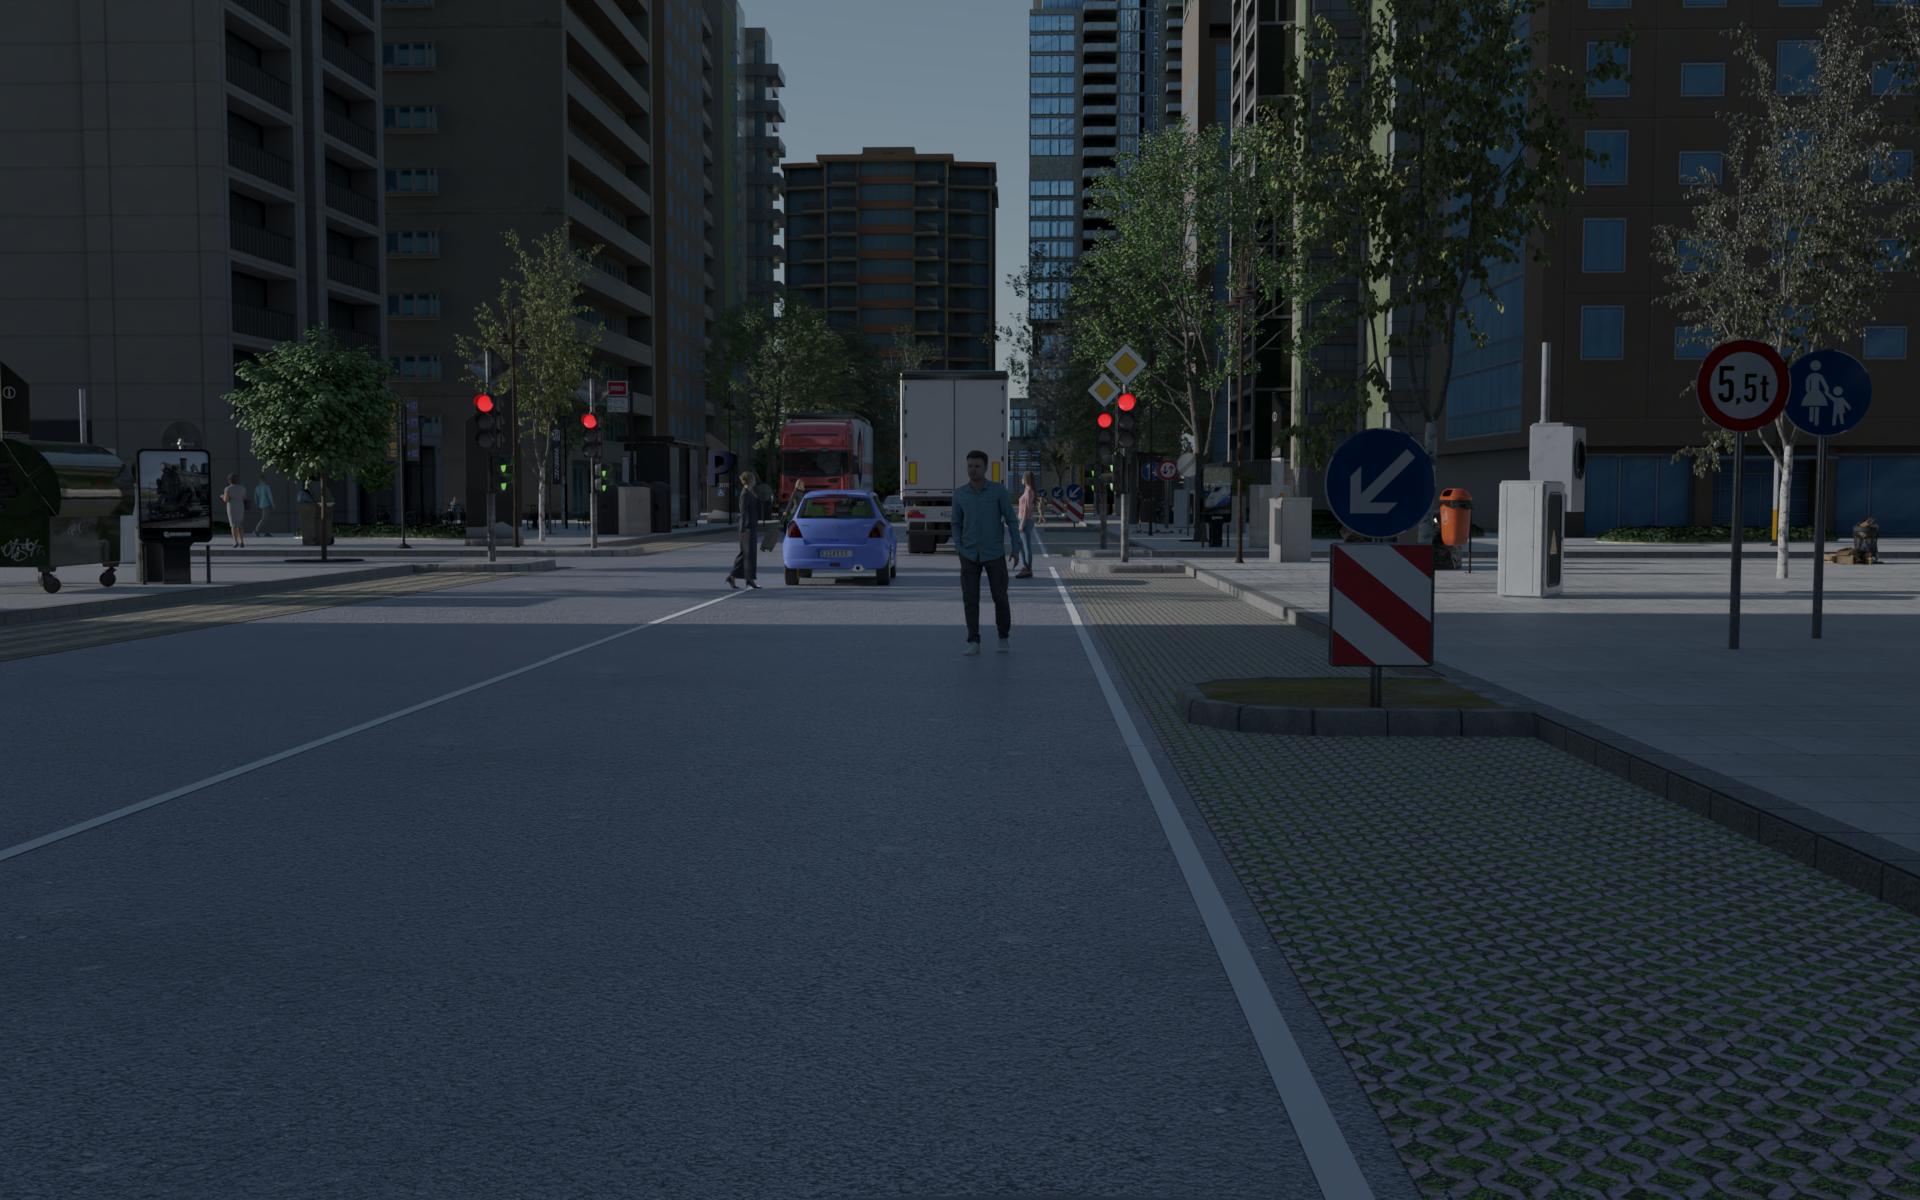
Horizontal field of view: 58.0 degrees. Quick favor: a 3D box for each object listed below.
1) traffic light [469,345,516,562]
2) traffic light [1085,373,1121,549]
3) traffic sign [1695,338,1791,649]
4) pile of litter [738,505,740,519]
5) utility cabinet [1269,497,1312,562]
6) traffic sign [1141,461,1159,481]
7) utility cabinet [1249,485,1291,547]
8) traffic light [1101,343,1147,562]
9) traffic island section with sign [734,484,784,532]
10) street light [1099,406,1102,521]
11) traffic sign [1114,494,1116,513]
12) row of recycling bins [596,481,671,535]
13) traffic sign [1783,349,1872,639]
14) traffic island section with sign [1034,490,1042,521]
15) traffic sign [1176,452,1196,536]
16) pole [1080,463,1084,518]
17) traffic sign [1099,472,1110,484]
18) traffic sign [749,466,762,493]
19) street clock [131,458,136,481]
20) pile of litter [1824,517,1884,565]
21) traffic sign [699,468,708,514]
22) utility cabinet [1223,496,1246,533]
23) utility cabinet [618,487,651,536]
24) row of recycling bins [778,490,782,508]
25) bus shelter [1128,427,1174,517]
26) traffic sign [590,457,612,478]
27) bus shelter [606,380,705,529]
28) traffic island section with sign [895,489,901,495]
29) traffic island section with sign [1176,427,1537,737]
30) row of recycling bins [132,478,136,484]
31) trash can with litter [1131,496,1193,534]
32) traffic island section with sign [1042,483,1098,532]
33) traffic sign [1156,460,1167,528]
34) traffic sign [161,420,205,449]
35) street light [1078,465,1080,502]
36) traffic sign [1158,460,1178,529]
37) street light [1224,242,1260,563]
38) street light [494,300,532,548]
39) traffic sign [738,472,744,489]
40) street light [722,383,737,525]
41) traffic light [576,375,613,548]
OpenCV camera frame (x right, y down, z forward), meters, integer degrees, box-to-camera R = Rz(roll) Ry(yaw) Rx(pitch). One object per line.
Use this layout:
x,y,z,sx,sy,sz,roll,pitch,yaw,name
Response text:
-8.880,-2.683,32.795,0.839,4.253,0.868,0,4,2,traffic light
3.338,-3.149,40.401,0.839,4.253,0.868,0,4,2,traffic light
6.411,-0.866,14.268,0.768,2.556,0.104,0,4,2,traffic sign
-11.749,-4.555,88.445,1.176,0.858,1.719,-3,4,-38,pile of litter
6.276,-1.330,32.905,0.306,1.237,1.020,3,5,44,utility cabinet
7.380,-4.080,66.807,0.768,2.556,0.104,1,4,11,traffic sign
7.452,-2.012,41.583,1.173,1.500,0.318,-3,5,-41,utility cabinet
3.076,-2.661,32.420,0.839,4.253,0.868,0,4,2,traffic light
-7.497,-3.520,66.177,1.989,1.847,2.006,0,4,2,traffic island section with sign
6.838,-6.788,83.767,0.468,5.910,1.993,0,4,2,street light
10.375,-7.081,115.879,0.768,2.556,0.104,0,4,7,traffic sign
-10.652,-2.999,56.146,1.069,1.692,3.534,2,4,27,row of recycling bins
7.620,-0.931,15.328,0.768,2.556,0.104,0,4,7,traffic sign
5.084,-5.122,92.372,1.989,1.847,2.006,0,4,2,traffic island section with sign
6.993,-3.235,52.998,0.768,2.556,0.104,0,4,4,traffic sign
6.534,-6.032,92.470,0.158,3.312,0.155,0,3,0,pole
7.423,-5.483,89.760,0.768,2.556,0.104,0,4,5,traffic sign
-9.629,-4.917,80.391,0.884,2.594,0.081,1,4,8,traffic sign
-16.001,-1.796,33.937,0.358,2.002,0.471,0,4,-1,street clock
16.462,-1.103,31.993,1.176,0.858,1.719,3,4,37,pile of litter
-11.879,-4.993,81.643,0.884,2.594,0.081,0,4,2,traffic sign
8.907,-2.812,57.140,1.020,1.237,0.306,2,4,28,utility cabinet
-10.000,-2.727,53.270,0.318,1.500,1.173,2,4,28,utility cabinet
-10.196,-5.929,104.051,1.069,1.692,3.534,0,4,5,row of recycling bins
9.854,-6.871,89.969,2.179,5.291,8.768,0,4,2,bus shelter
-12.264,-3.615,59.217,0.768,2.556,0.104,0,4,6,traffic sign
-11.277,-5.270,63.795,2.179,5.291,8.768,0,4,2,bus shelter
-4.983,-8.194,142.606,1.989,1.847,2.006,0,4,2,traffic island section with sign
2.429,-0.152,11.121,1.989,1.847,2.006,0,4,2,traffic island section with sign
-22.183,-2.232,43.613,3.534,1.692,1.069,0,4,-6,row of recycling bins
6.514,-2.770,56.346,2.233,1.210,1.678,1,4,10,trash can with litter
4.196,-3.474,65.432,1.989,1.847,2.006,0,4,2,traffic island section with sign
7.684,-3.946,64.628,0.768,2.556,0.104,1,4,9,traffic sign
-13.459,-1.828,29.999,0.768,2.556,0.104,0,4,3,traffic sign
7.904,-8.703,115.088,0.468,5.910,1.993,0,4,2,street light
7.678,-3.904,63.935,0.768,2.556,0.104,1,4,11,traffic sign
5.189,-3.621,31.987,0.468,5.910,1.993,0,4,2,street light
-10.640,-4.194,41.356,0.468,5.910,1.993,0,4,2,street light
-12.332,-6.000,98.203,0.768,2.556,0.104,0,4,2,traffic sign
-9.590,-6.078,72.165,0.468,5.910,1.993,0,4,2,street light
-8.618,-3.172,40.776,0.839,4.253,0.868,0,4,2,traffic light
